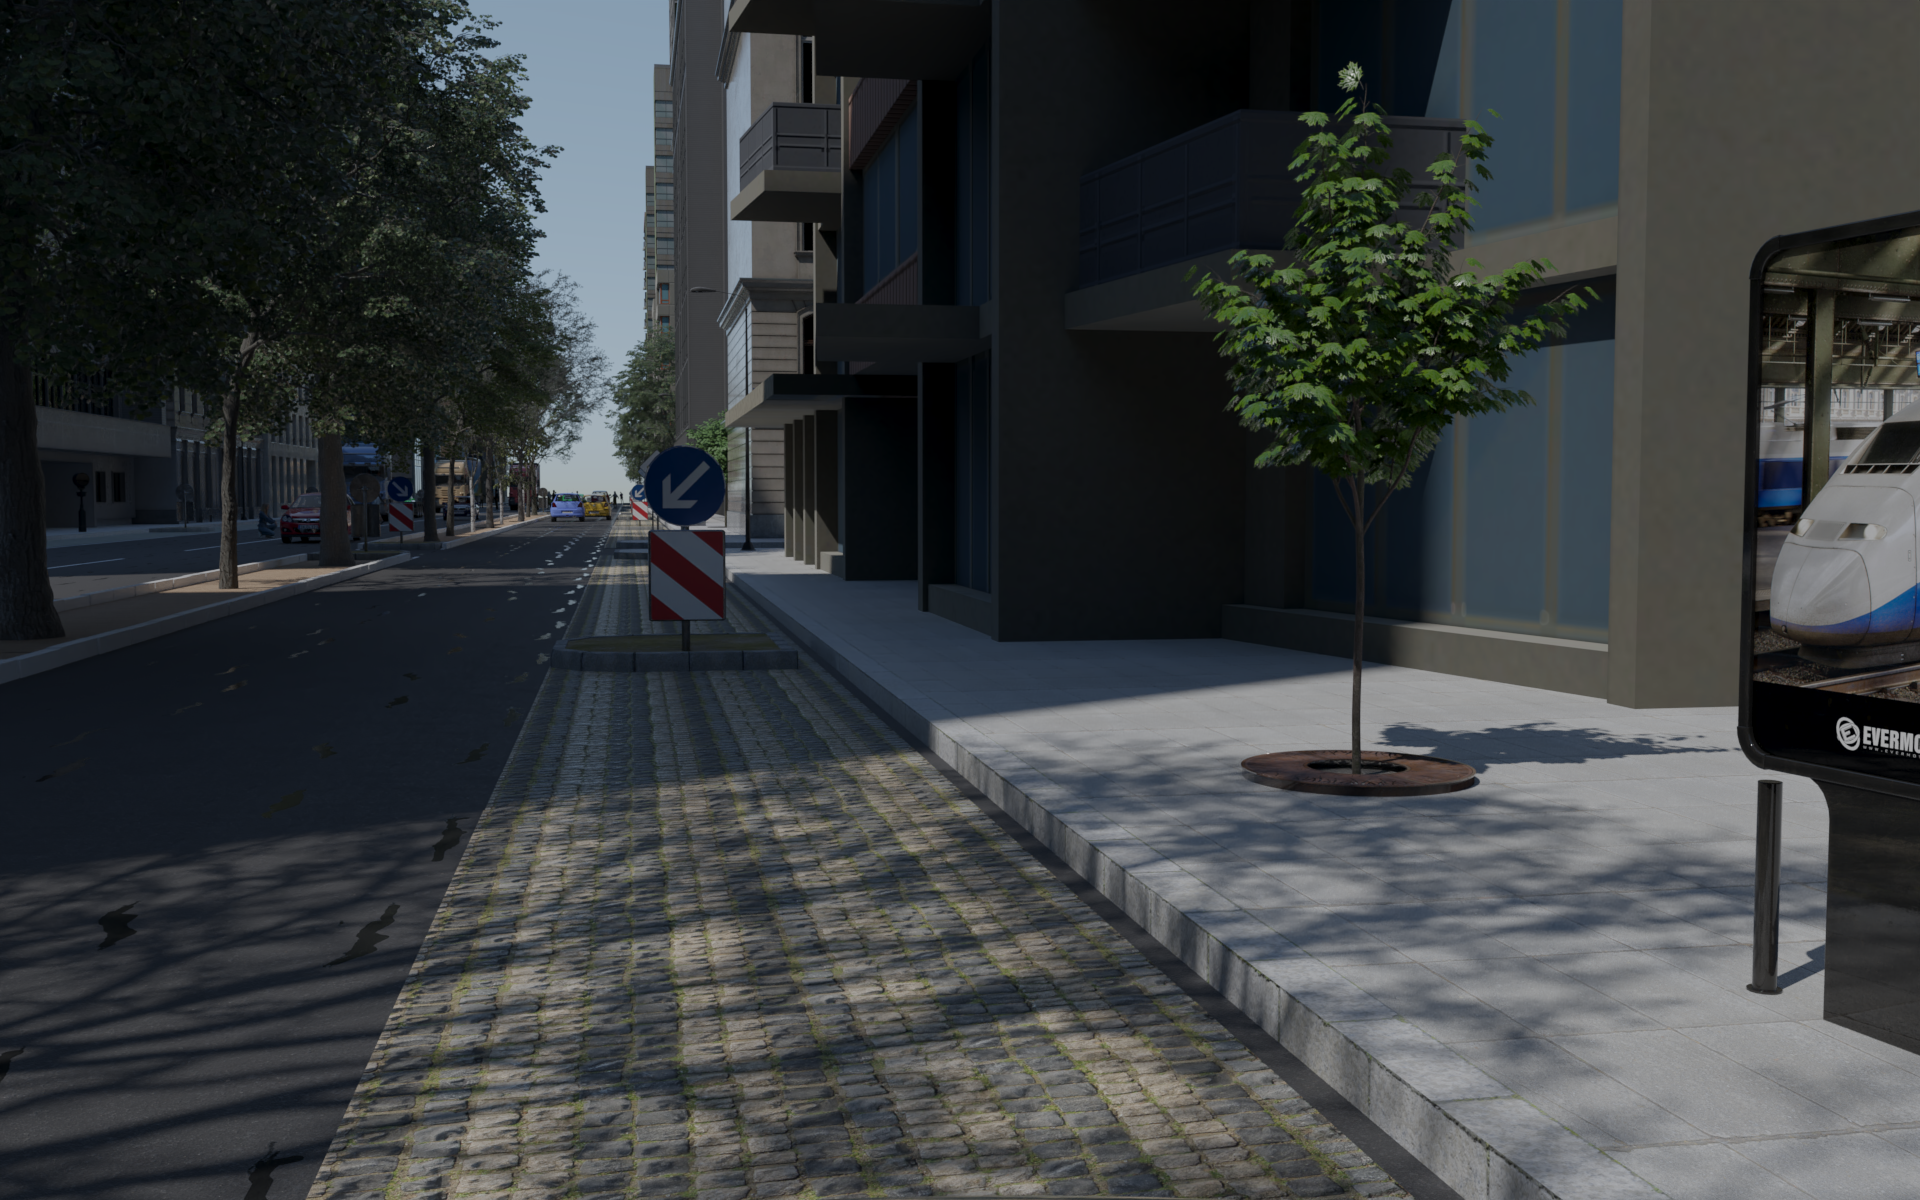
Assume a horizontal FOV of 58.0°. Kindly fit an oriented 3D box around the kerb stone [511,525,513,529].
[{"bbox_3d":[-17.981,-2.854,68.853,0.120,0.150,1.000,-1,4,-11],"label":"kerb stone"}]

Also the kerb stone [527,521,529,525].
[{"bbox_3d":[-20.112,-3.526,79.919,0.120,0.150,1.000,-1,4,-11],"label":"kerb stone"}]

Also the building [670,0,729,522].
[{"bbox_3d":[-7.000,-17.959,87.143,14.314,27.812,24.014,-1,4,-11],"label":"building"}]

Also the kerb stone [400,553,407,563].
[{"bbox_3d":[-11.707,-0.850,36.097,0.120,0.150,1.000,-1,4,-11],"label":"kerb stone"}]

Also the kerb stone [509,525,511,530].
[{"bbox_3d":[-17.792,-2.792,67.843,0.120,0.150,1.000,-1,4,-11],"label":"kerb stone"}]

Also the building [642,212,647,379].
[{"bbox_3d":[-36.997,-37.300,264.472,22.147,44.769,28.867,-1,4,-11],"label":"building"}]

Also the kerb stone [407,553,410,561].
[{"bbox_3d":[-11.905,-0.912,37.100,0.120,0.150,1.000,-1,4,-11],"label":"kerb stone"}]

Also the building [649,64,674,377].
[{"bbox_3d":[-22.722,-29.728,169.641,14.154,41.232,14.086,-1,4,-11],"label":"building"}]

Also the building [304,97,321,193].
[{"bbox_3d":[-59.916,-26.537,125.759,32.217,40.220,23.993,-1,4,-11],"label":"building"}]

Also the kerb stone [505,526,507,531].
[{"bbox_3d":[-17.404,-2.665,65.834,0.120,0.150,1.000,-1,4,-11],"label":"kerb stone"}]

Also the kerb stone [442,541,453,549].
[{"bbox_3d":[-13.547,-1.436,45.674,0.120,0.150,1.000,-1,4,-11],"label":"kerb stone"}]

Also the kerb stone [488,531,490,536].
[{"bbox_3d":[-15.865,-2.175,57.754,0.120,0.150,1.000,-1,4,-11],"label":"kerb stone"}]

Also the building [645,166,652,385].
[{"bbox_3d":[-32.511,-32.761,219.229,14.154,41.232,14.086,-1,4,-11],"label":"building"}]

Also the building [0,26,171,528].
[{"bbox_3d":[-37.160,-14.507,56.250,14.314,24.678,30.058,-1,4,-11],"label":"building"}]

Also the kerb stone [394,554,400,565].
[{"bbox_3d":[-11.519,-0.789,35.093,0.120,0.150,1.000,-1,4,-11],"label":"kerb stone"}]

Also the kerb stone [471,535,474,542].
[{"bbox_3d":[-14.699,-1.802,51.710,0.120,0.150,1.000,-1,4,-11],"label":"kerb stone"}]

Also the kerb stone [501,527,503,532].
[{"bbox_3d":[-17.023,-2.543,63.822,0.120,0.150,1.000,-1,4,-11],"label":"kerb stone"}]

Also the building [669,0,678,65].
[{"bbox_3d":[-22.770,-45.755,186.347,20.563,71.187,20.611,-1,4,-11],"label":"building"}]

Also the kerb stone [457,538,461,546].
[{"bbox_3d":[-13.923,-1.557,47.689,0.120,0.150,1.000,-1,4,-11],"label":"kerb stone"}]

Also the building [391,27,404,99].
[{"bbox_3d":[-54.747,-30.357,146.451,14.600,45.320,14.200,-1,4,-11],"label":"building"}]

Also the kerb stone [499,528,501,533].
[{"bbox_3d":[-16.828,-2.479,62.810,0.120,0.150,1.000,-1,4,-11],"label":"kerb stone"}]

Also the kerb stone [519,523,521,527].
[{"bbox_3d":[-18.945,-3.160,73.881,0.120,0.150,1.000,-1,4,-11],"label":"kerb stone"}]

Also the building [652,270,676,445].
[{"bbox_3d":[-12.424,-18.675,150.368,27.650,21.520,28.899,-1,4,-11],"label":"building"}]

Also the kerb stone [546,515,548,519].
[{"bbox_3d":[-23.580,-4.640,98.057,0.120,0.150,1.000,-1,4,-11],"label":"kerb stone"}]

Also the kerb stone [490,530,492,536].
[{"bbox_3d":[-16.051,-2.237,58.765,0.120,0.150,1.000,-1,4,-11],"label":"kerb stone"}]

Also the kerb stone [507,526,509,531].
[{"bbox_3d":[-17.598,-2.731,66.840,0.120,0.150,1.000,-1,4,-11],"label":"kerb stone"}]

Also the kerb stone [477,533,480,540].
[{"bbox_3d":[-15.084,-1.928,53.725,0.120,0.150,1.000,-1,4,-11],"label":"kerb stone"}]

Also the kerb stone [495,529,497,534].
[{"bbox_3d":[-16.439,-2.359,60.788,0.120,0.150,1.000,-1,4,-11],"label":"kerb stone"}]

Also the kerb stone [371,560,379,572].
[{"bbox_3d":[-10.935,-0.596,32.078,0.120,0.150,1.000,-1,4,-11],"label":"kerb stone"}]

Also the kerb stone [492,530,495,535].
[{"bbox_3d":[-16.246,-2.296,59.775,0.120,0.150,1.000,-1,4,-11],"label":"kerb stone"}]

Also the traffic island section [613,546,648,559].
[{"bbox_3d":[-6.799,-1.031,39.141,2.009,0.180,2.903,-1,4,-11],"label":"traffic island section"}]

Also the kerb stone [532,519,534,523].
[{"bbox_3d":[-20.877,-3.771,83.951,0.120,0.150,1.000,-1,4,-11],"label":"kerb stone"}]

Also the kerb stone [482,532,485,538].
[{"bbox_3d":[-15.475,-2.048,55.737,0.120,0.150,1.000,-1,4,-11],"label":"kerb stone"}]

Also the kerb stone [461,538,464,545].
[{"bbox_3d":[-14.122,-1.621,48.698,0.120,0.150,1.000,-1,4,-11],"label":"kerb stone"}]

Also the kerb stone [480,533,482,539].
[{"bbox_3d":[-15.280,-1.986,54.734,0.120,0.150,1.000,-1,4,-11],"label":"kerb stone"}]

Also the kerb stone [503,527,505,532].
[{"bbox_3d":[-17.214,-2.608,64.829,0.120,0.150,1.000,-1,4,-11],"label":"kerb stone"}]

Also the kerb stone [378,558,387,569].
[{"bbox_3d":[-11.130,-0.666,33.081,0.120,0.150,1.000,-1,4,-11],"label":"kerb stone"}]

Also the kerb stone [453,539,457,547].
[{"bbox_3d":[-13.732,-1.496,46.679,0.120,0.150,1.000,-1,4,-11],"label":"kerb stone"}]

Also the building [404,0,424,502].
[{"bbox_3d":[-63.100,-52.240,166.799,22.319,86.520,31.000,-1,4,-11],"label":"building"}]

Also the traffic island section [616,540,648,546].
[{"bbox_3d":[-8.303,-1.511,46.984,2.009,0.180,2.903,-1,4,-11],"label":"traffic island section"}]

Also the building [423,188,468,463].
[{"bbox_3d":[-66.156,-33.915,204.614,14.600,45.320,14.200,-1,4,-11],"label":"building"}]

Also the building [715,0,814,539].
[{"bbox_3d":[9.625,-14.574,57.362,34.723,24.649,14.460,-1,4,-11],"label":"building"}]

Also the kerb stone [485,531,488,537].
[{"bbox_3d":[-15.664,-2.113,56.745,0.120,0.150,1.000,-1,4,-11],"label":"kerb stone"}]

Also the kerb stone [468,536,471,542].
[{"bbox_3d":[-14.507,-1.744,50.706,0.120,0.150,1.000,-1,4,-11],"label":"kerb stone"}]

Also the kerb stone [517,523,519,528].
[{"bbox_3d":[-18.756,-3.099,72.867,0.120,0.150,1.000,-1,4,-11],"label":"kerb stone"}]

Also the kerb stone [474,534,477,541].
[{"bbox_3d":[-14.891,-1.863,52.715,0.120,0.150,1.000,-1,4,-11],"label":"kerb stone"}]

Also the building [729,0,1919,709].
[{"bbox_3d":[8.216,-22.567,23.593,22.147,44.769,28.867,-1,4,-11],"label":"building"}]

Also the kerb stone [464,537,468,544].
[{"bbox_3d":[-14.312,-1.681,49.703,0.120,0.150,1.000,-1,4,-11],"label":"kerb stone"}]

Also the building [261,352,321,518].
[{"bbox_3d":[-42.946,-14.858,97.681,10.420,20.320,16.860,-1,4,-11],"label":"building"}]

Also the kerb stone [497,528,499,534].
[{"bbox_3d":[-16.628,-2.419,61.794,0.120,0.150,1.000,-1,4,-11],"label":"kerb stone"}]

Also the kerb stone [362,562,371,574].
[{"bbox_3d":[-10.743,-0.542,31.061,0.120,0.150,1.000,-1,4,-11],"label":"kerb stone"}]

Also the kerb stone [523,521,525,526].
[{"bbox_3d":[-19.526,-3.346,76.907,0.120,0.150,1.000,-1,4,-11],"label":"kerb stone"}]

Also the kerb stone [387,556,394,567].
[{"bbox_3d":[-11.321,-0.727,34.090,0.120,0.150,1.000,-1,4,-11],"label":"kerb stone"}]

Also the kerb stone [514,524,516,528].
[{"bbox_3d":[-18.373,-2.976,70.859,0.120,0.150,1.000,-1,4,-11],"label":"kerb stone"}]

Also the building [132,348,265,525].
[{"bbox_3d":[-39.314,-14.150,80.505,9.793,20.994,18.267,-1,4,-11],"label":"building"}]

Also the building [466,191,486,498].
[{"bbox_3d":[-73.724,-34.899,225.218,22.147,44.769,28.867,-1,4,-11],"label":"building"}]

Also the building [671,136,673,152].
[{"bbox_3d":[-10.985,-19.764,110.529,14.401,28.519,23.554,-1,4,-11],"label":"building"}]

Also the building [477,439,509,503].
[{"bbox_3d":[-81.511,-25.010,253.945,27.650,21.520,28.899,-1,4,-11],"label":"building"}]
